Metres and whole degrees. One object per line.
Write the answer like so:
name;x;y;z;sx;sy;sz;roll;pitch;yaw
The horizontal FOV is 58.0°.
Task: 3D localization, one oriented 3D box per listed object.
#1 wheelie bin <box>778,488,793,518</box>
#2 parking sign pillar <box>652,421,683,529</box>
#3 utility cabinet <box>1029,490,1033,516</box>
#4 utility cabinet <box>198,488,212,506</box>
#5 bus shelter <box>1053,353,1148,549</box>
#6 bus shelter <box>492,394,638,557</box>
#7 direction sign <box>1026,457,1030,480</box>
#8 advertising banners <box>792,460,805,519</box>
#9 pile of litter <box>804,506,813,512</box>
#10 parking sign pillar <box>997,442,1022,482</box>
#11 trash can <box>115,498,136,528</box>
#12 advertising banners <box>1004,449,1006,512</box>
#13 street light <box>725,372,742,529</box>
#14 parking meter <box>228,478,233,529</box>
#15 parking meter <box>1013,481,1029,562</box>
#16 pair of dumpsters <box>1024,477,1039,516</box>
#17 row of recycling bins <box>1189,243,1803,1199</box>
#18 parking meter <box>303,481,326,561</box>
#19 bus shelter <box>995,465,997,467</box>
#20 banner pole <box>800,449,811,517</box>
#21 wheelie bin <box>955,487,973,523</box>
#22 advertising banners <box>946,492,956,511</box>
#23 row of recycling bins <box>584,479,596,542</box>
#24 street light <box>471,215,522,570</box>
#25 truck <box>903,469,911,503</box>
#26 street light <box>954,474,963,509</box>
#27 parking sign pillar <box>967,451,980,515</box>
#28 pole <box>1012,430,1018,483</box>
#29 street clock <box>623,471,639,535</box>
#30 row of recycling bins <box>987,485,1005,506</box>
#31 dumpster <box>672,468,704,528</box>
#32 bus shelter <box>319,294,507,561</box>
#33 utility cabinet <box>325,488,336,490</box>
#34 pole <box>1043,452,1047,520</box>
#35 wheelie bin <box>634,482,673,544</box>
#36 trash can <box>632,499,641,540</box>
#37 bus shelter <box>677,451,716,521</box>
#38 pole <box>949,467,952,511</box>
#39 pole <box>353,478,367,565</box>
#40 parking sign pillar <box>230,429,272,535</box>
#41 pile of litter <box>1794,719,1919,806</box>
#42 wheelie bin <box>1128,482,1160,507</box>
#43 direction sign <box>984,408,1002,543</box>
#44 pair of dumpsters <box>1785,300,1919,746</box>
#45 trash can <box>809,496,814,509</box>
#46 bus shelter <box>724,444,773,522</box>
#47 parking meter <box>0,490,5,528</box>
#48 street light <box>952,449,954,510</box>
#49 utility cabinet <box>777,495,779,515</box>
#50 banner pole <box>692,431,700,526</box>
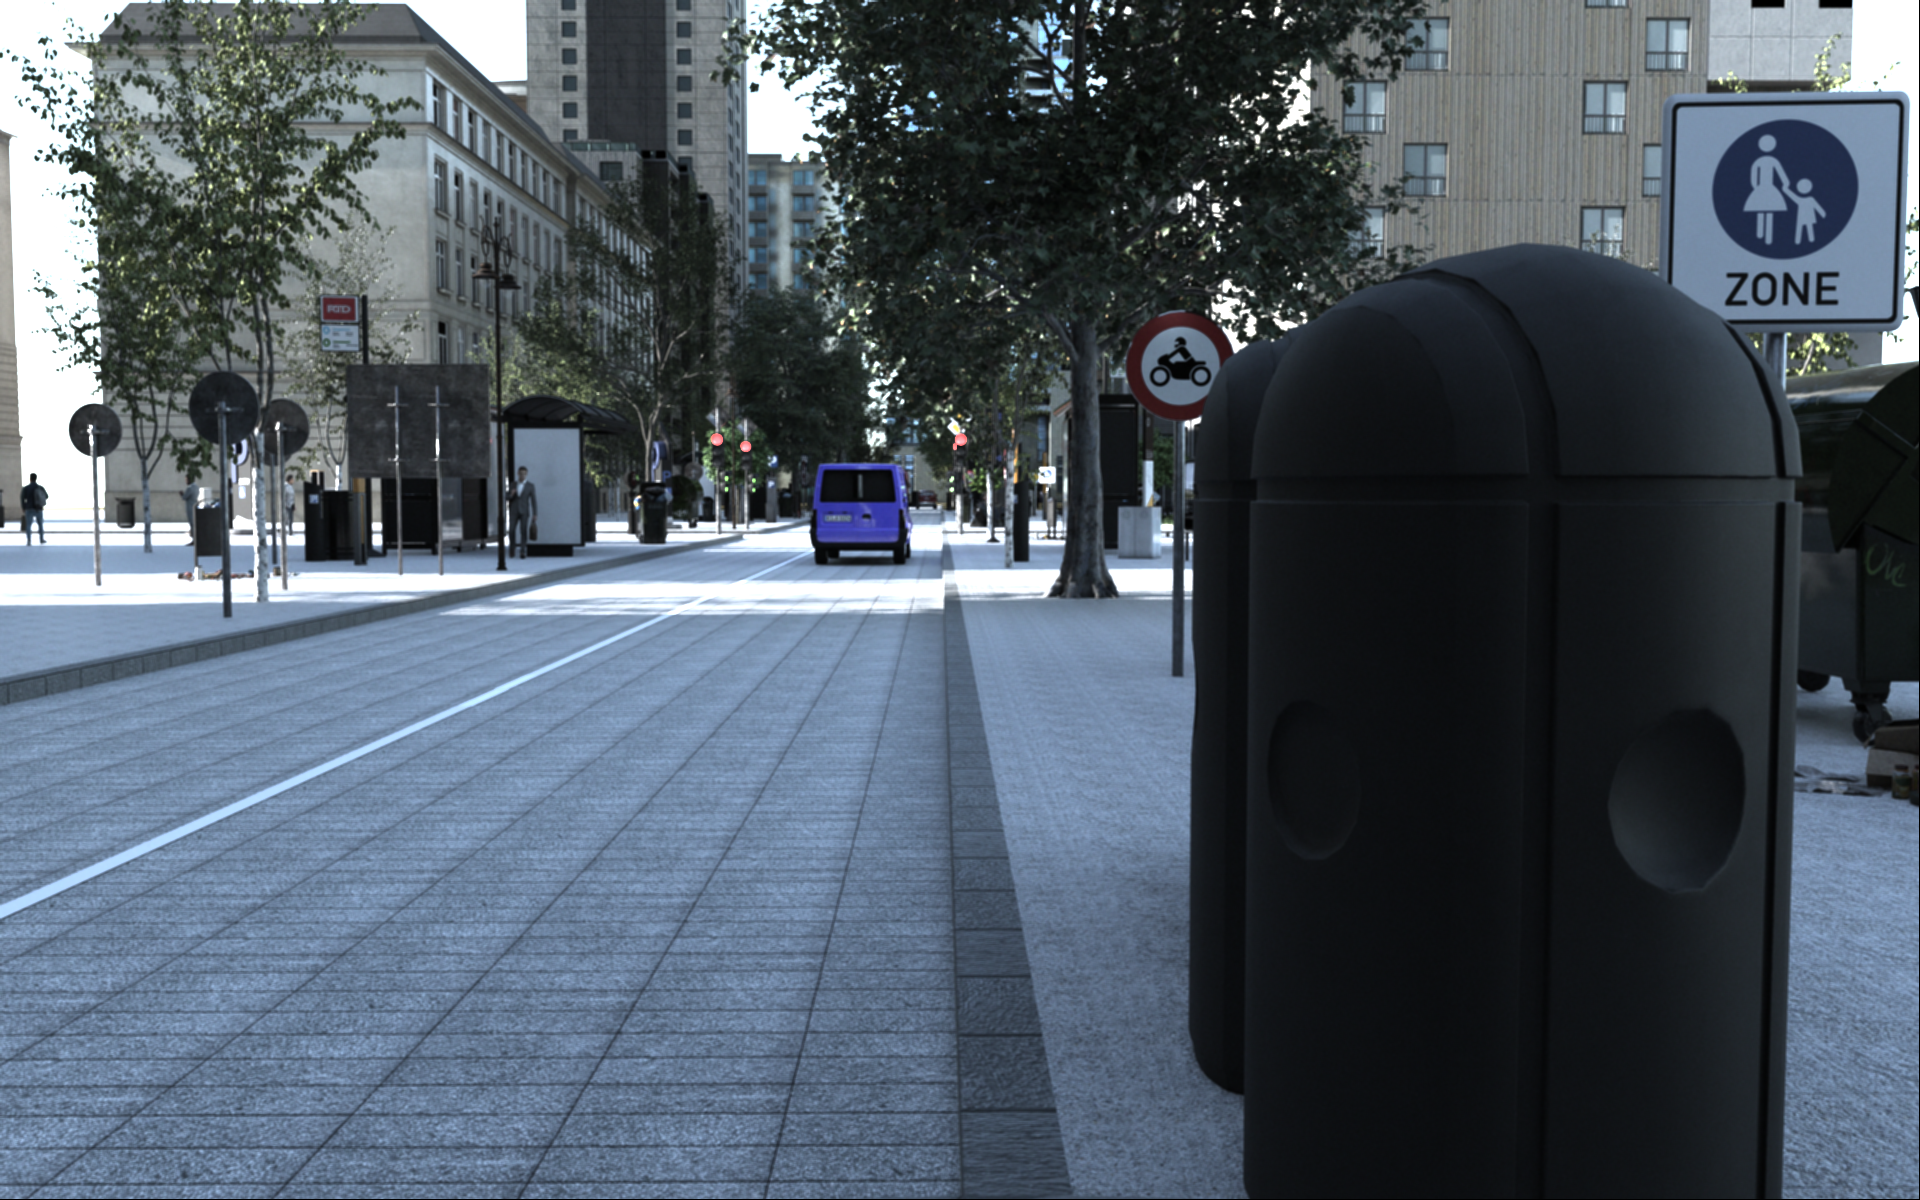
wheelie bin;-9.545;-5.311;94.747;0.980;1.594;0.693;3;5;44
parking sign pillar;-10.885;-4.575;63.271;1.447;3.967;1.447;-2;4;-25
utility cabinet;3.557;-5.472;98.140;1.173;1.500;0.318;-1;4;-20
utility cabinet;-27.682;-3.351;63.463;0.318;1.500;1.173;-2;4;-34
bus shelter;3.369;-3.848;40.539;2.179;5.291;8.768;0;4;-1
bus shelter;-8.507;-2.690;37.900;2.014;3.302;5.546;0;4;-1
direction sign;4.202;-7.040;107.096;0.379;3.537;0.876;1;4;14
advertising banners;-8.467;-5.802;91.055;0.090;3.025;2.074;-2;4;-23
pile of litter;-10.479;-6.838;125.767;1.719;0.858;1.176;2;4;31
parking sign pillar;2.551;-6.198;89.803;1.447;3.967;1.447;0;4;4
trash can;-31.224;-3.251;64.815;0.748;1.137;0.748;0;3;0
advertising banners;1.702;-4.090;63.052;0.090;3.025;2.074;0;4;-3
street light;-8.186;-5.495;62.627;0.468;5.910;1.993;0;4;-1
parking meter;-25.673;-3.395;61.216;0.399;1.863;0.255;-1;4;-23
parking meter;1.130;-1.502;32.972;0.372;1.533;0.369;0;3;0
pair of dumpsters;3.808;-6.113;102.444;1.574;2.255;4.437;0;4;-1
row of recycling bins;1.070;0.173;4.292;1.069;1.692;3.534;0;4;7
parking meter;-12.330;-1.510;33.097;0.372;1.533;0.369;0;3;0
bus shelter;3.828;-8.687;133.316;1.731;3.624;6.357;0;4;-1
banner pole;-8.418;-6.439;95.298;0.863;3.779;0.401;-3;4;-38
wheelie bin;0.183;-4.194;76.478;0.693;1.594;0.980;1;4;13
advertising banners;-0.143;-8.339;132.529;2.074;3.025;0.090;-2;4;-26
row of recycling bins;-10.641;-2.334;45.270;1.069;1.692;3.534;1;4;16
street light;-7.730;-3.440;29.039;0.468;5.910;1.993;0;4;-1
truck;-6.968;-12.701;196.582;2.839;4.237;11.283;0;3;0
street light;0.091;-7.043;87.945;0.468;5.910;1.993;0;4;-1
parking sign pillar;0.803;-7.312;108.023;1.447;3.967;1.447;-2;4;-26
pole;1.707;-3.664;53.746;0.158;3.312;0.155;0;3;0
street clock;-10.398;-3.074;54.834;0.358;2.002;0.471;3;5;41
row of recycling bins;1.943;-4.050;73.333;1.069;1.692;3.534;1;4;16
dumpster;-10.566;-3.851;65.464;1.502;2.255;1.985;0;4;-1
bus shelter;-11.807;-3.669;37.620;2.179;5.291;8.768;0;4;-1
utility cabinet;-22.638;-3.294;62.541;0.318;1.500;1.173;0;4;-7
pole;4.158;-5.570;84.906;0.158;3.312;0.155;0;3;0
wheelie bin;-7.848;-2.238;44.493;0.980;1.594;0.693;-1;4;-19
trash can;-8.688;-2.222;47.985;0.748;1.137;0.748;0;3;0
bus shelter;-12.314;-5.521;84.197;2.014;3.302;5.546;0;4;-1
pole;-0.721;-8.410;131.343;0.158;3.312;0.155;0;3;0
pole;-10.819;-2.282;31.160;0.158;3.312;0.155;0;3;0
parking sign pillar;-22.328;-4.026;54.298;1.447;3.967;1.447;3;5;42
pile of litter;4.444;0.401;7.411;1.719;0.858;1.176;2;4;35
wheelie bin;4.789;-2.305;45.592;0.980;1.594;0.693;0;4;-1
direction sign;0.878;-3.285;45.712;0.379;3.537;0.876;2;4;31
pair of dumpsters;5.046;-0.507;10.780;1.574;2.255;4.437;0;4;-1
trash can;-11.380;-7.492;134.145;0.748;1.137;0.748;0;3;0
bus shelter;-10.172;-5.651;83.677;1.731;3.624;6.357;0;4;-1
parking meter;-36.200;-3.473;65.191;0.372;1.533;0.369;0;3;0
street light;-0.459;-10.021;136.636;0.468;5.910;1.993;0;4;-1
utility cabinet;-11.028;-5.832;106.514;1.020;1.237;0.306;0;4;4
banner pole;-10.594;-4.863;69.521;0.401;3.779;0.863;1;4;10
